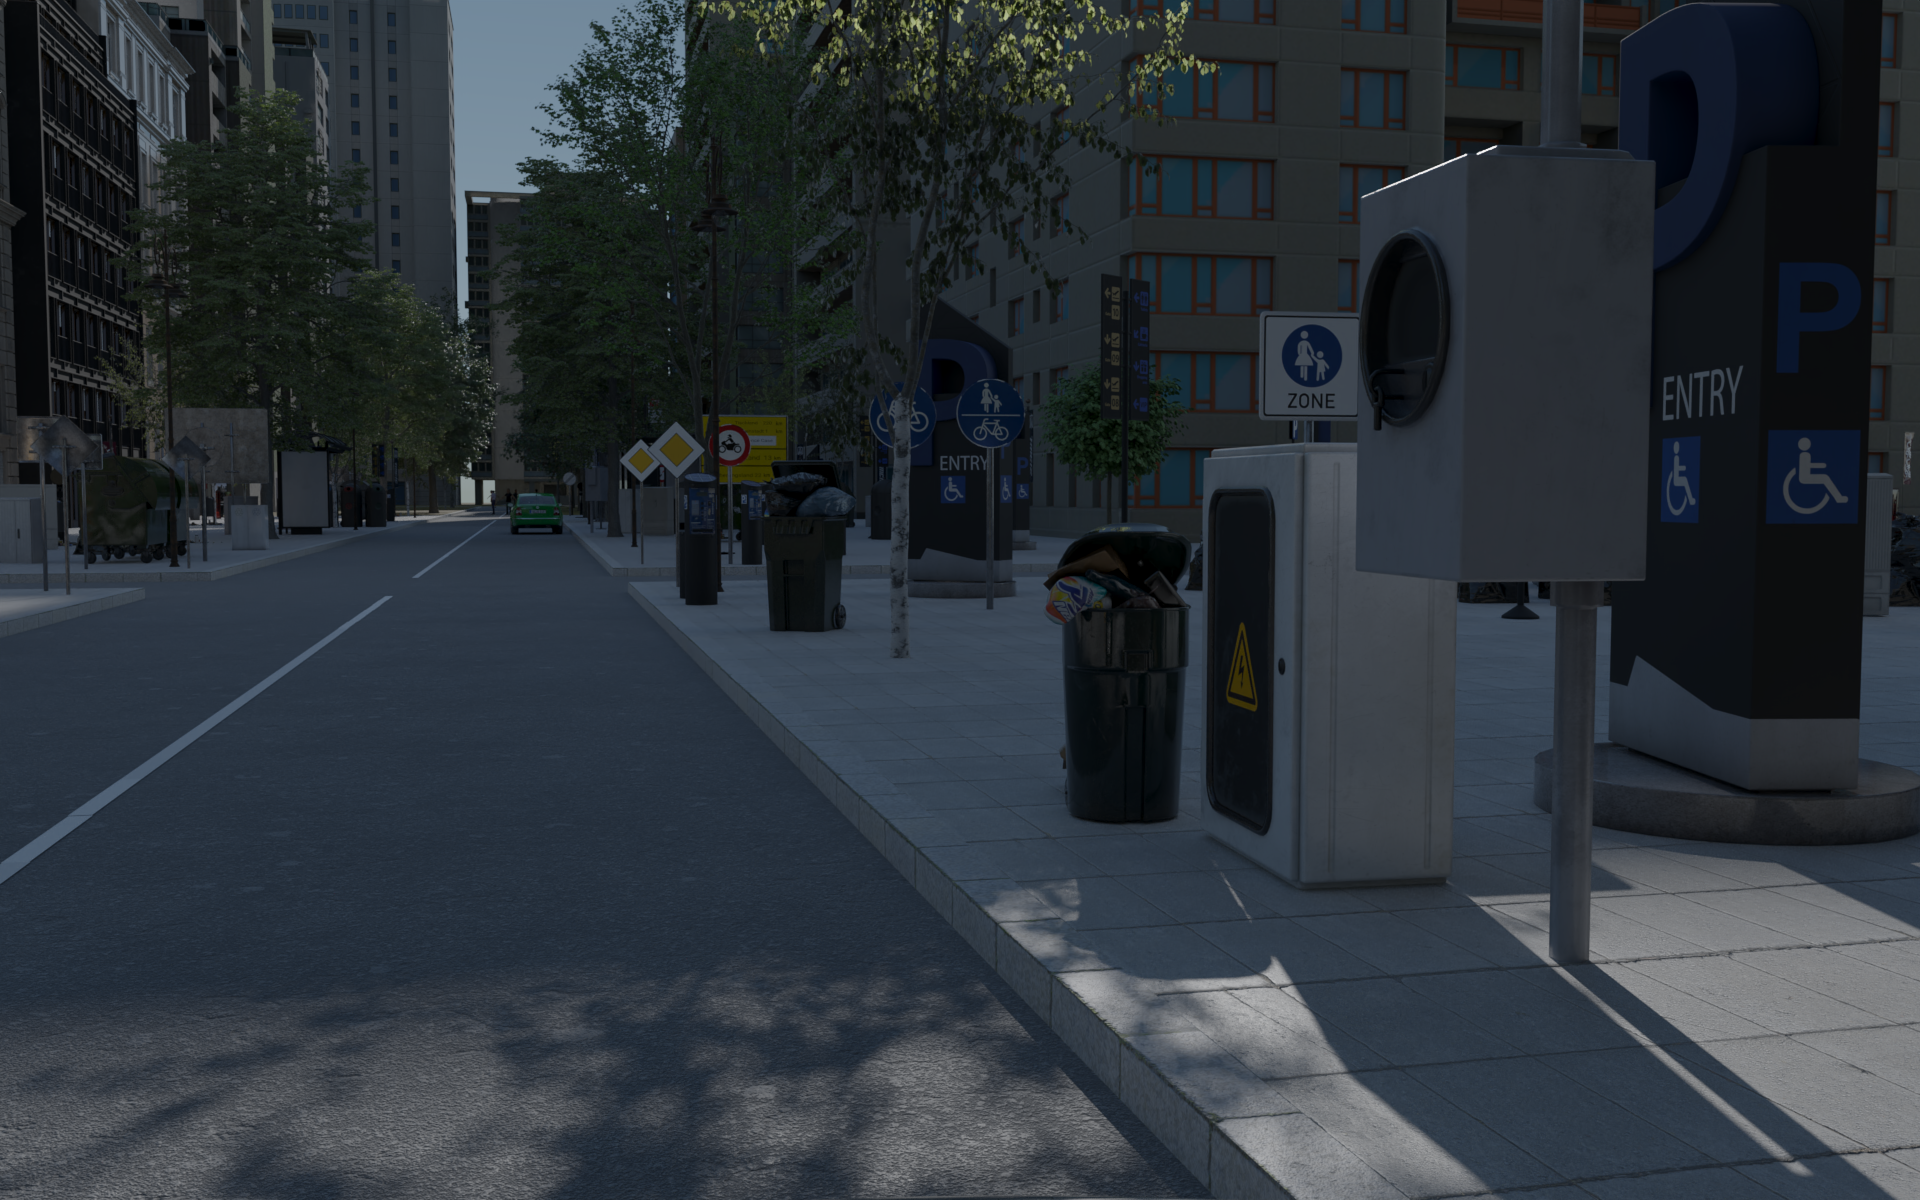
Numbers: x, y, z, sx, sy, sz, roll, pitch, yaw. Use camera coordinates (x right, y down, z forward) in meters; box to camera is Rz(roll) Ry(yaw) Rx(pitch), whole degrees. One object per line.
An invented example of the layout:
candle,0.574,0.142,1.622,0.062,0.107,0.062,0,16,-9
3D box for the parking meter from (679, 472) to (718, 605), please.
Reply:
parking meter,-3.003,-0.713,20.072,0.372,1.533,0.369,0,3,0

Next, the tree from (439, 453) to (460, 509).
tree,-43.042,-11.856,144.210,4.737,8.622,4.395,0,3,0

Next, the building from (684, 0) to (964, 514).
building,-10.662,-31.656,141.273,21.300,48.544,21.600,-1,4,-14

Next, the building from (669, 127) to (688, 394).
building,-27.282,-34.121,207.983,14.200,45.320,14.600,-1,4,-14

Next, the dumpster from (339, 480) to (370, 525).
dumpster,-24.419,-3.933,70.070,1.264,1.857,1.865,-1,4,-14

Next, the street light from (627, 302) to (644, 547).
street light,-7.883,-4.219,41.768,0.468,5.910,1.993,-1,4,-14

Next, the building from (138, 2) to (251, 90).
building,-51.214,-20.383,104.966,14.160,30.474,14.107,-1,4,-14

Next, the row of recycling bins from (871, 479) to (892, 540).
row of recycling bins,-0.826,-2.581,49.305,3.534,1.692,1.069,-1,4,-19

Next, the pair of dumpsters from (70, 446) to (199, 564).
pair of dumpsters,-16.030,-1.911,33.733,1.574,2.255,4.437,-1,4,-14

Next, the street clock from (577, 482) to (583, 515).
street clock,-23.026,-6.159,105.276,0.471,2.002,0.358,-1,4,-20

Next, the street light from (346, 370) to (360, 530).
street light,-21.567,-5.435,61.642,0.468,5.910,1.993,-1,4,-14

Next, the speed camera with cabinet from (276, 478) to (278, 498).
speed camera with cabinet,-35.462,-6.009,92.585,2.038,3.252,0.660,-3,5,-44

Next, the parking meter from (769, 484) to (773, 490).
parking meter,-4.891,-2.154,43.637,0.372,1.533,0.369,0,3,0

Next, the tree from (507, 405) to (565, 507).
tree,-40.963,-16.250,176.057,12.009,13.543,11.850,0,3,0

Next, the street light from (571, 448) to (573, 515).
street light,-23.391,-8.042,104.279,0.468,5.910,1.993,-1,4,-14

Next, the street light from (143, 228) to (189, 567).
street light,-13.845,-3.521,30.349,0.468,5.910,1.993,-1,4,-14

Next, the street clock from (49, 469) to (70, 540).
street clock,-24.979,-2.662,48.095,0.471,2.002,0.358,-1,4,-19

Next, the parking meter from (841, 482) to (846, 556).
parking meter,-2.571,-1.701,36.216,0.372,1.533,0.369,0,3,0

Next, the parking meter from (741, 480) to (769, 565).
parking meter,-3.781,-1.409,31.447,0.372,1.533,0.369,0,3,0

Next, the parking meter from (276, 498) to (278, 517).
parking meter,-38.038,-5.410,96.866,0.372,1.533,0.369,0,3,0

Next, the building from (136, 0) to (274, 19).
building,-54.988,-26.588,118.307,14.154,41.232,14.086,-1,4,-14

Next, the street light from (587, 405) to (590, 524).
street light,-15.659,-6.130,73.014,0.468,5.910,1.993,-1,4,-14

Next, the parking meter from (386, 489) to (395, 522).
parking meter,-26.591,-4.432,80.867,0.372,1.533,0.369,0,3,0

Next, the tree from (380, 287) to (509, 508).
tree,-48.219,-18.645,160.733,12.611,20.169,13.585,0,3,0

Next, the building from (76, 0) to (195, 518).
building,-46.060,-18.258,84.424,13.634,28.700,20.117,-1,4,-14

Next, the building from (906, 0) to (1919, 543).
building,15.127,-13.206,60.952,28.899,21.520,27.650,-1,4,-14

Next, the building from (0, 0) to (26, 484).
building,-35.752,-15.298,47.388,12.463,27.353,25.104,-1,4,-14

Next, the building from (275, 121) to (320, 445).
building,-57.593,-22.088,132.844,14.160,30.474,14.107,-1,4,-14

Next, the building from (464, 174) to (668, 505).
building,-47.857,-31.801,211.820,23.993,40.220,32.217,-1,4,-14

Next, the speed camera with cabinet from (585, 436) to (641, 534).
speed camera with cabinet,-11.364,-3.825,56.876,2.038,3.252,0.660,2,4,32

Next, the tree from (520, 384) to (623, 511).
tree,-28.916,-13.789,132.110,9.857,13.997,8.962,0,3,0

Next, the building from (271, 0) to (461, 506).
building,-72.698,-40.223,199.637,28.212,58.520,21.231,-1,4,-14

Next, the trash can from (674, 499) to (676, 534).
trash can,-9.355,-2.685,55.549,0.748,1.137,0.748,0,3,0

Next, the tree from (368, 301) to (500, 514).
tree,-34.708,-12.677,113.928,9.857,13.997,8.962,0,3,0

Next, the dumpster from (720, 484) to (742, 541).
dumpster,-6.293,-2.703,46.682,1.502,2.255,1.985,-1,4,-14

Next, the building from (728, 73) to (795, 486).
building,-9.681,-21.530,123.713,14.160,30.474,14.107,-1,4,-14

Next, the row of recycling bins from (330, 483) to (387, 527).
row of recycling bins,-24.080,-3.671,67.126,3.534,1.692,1.069,-1,4,-13

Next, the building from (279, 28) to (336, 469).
building,-63.442,-28.773,154.040,14.086,41.232,14.154,-1,4,-14

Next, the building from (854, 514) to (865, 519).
building,2.574,-29.088,99.283,21.300,48.544,21.600,-1,4,-14

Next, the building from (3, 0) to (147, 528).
building,-40.290,-14.544,67.464,12.332,23.373,15.834,-1,4,-14

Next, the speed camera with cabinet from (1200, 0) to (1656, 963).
speed camera with cabinet,1.352,-0.681,5.470,0.660,3.252,2.038,-1,4,-11

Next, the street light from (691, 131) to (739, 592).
street light,-3.184,-3.044,22.551,0.468,5.910,1.993,-1,4,-14

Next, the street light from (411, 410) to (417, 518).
street light,-29.420,-7.371,93.303,0.468,5.910,1.993,-1,4,-14
